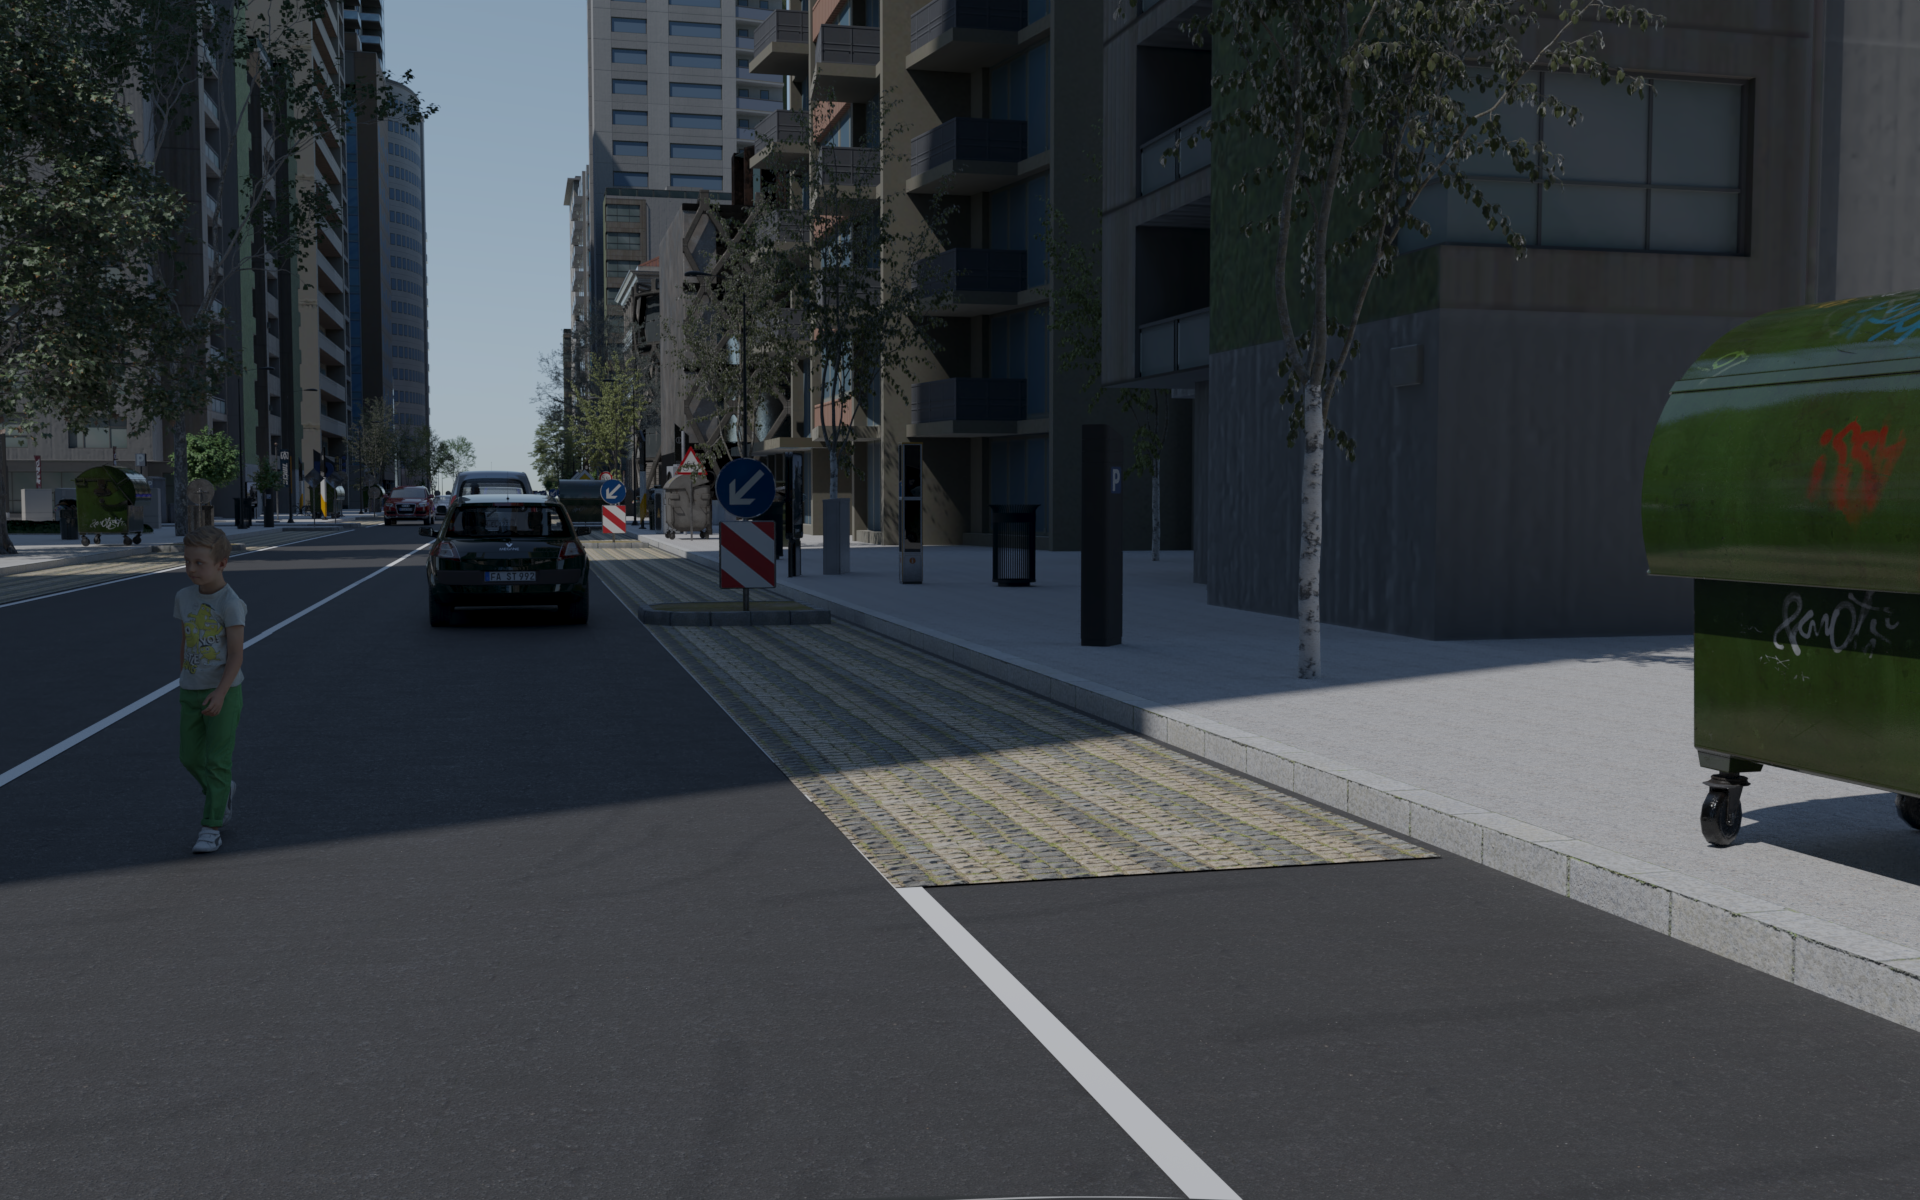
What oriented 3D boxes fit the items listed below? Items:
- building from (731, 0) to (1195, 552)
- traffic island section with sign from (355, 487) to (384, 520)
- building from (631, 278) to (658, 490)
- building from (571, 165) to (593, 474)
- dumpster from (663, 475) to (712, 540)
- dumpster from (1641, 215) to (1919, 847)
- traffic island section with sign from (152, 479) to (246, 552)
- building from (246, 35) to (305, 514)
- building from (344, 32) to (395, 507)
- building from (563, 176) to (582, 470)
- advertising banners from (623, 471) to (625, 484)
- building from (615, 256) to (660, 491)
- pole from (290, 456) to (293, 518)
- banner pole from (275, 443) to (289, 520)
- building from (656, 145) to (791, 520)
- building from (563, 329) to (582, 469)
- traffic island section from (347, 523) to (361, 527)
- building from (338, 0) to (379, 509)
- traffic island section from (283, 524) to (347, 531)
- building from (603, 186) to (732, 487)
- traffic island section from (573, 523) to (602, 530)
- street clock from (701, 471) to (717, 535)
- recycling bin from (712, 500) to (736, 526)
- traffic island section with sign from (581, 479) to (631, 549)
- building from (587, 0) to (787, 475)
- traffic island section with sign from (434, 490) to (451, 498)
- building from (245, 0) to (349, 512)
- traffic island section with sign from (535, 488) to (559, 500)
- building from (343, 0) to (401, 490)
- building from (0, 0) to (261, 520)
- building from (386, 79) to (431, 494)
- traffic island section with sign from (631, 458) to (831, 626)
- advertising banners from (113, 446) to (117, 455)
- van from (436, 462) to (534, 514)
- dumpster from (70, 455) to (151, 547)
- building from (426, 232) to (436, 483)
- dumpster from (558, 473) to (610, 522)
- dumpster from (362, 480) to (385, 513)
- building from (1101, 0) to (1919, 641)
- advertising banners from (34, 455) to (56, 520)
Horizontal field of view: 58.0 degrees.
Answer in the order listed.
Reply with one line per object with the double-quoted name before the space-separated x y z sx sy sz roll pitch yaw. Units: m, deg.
"building" 5.378 -24.314 52.159 22.147 44.769 28.867 -1 4 -14
"traffic island section with sign" -32.597 -5.376 96.531 1.989 1.847 2.006 -1 4 -14
"building" -15.072 -15.722 124.501 16.820 18.784 16.811 -1 4 -14
"building" -45.226 -38.790 253.817 23.786 49.044 30.456 -1 4 -14
"dumpster" -7.740 -2.661 49.262 1.264 1.857 1.865 -1 4 -14
"dumpster" 3.452 -0.191 5.619 1.502 2.255 1.985 -1 4 -14
"traffic island section with sign" -19.148 -2.142 43.648 1.989 1.847 2.006 -1 4 -14
"building" -49.669 -20.602 108.540 14.160 30.474 14.107 -1 4 -14
"building" -64.073 -31.885 171.437 14.600 45.320 14.200 -1 4 -14
"building" -49.315 -42.402 282.507 28.713 52.752 27.495 -1 4 -14
"advertising banners" -25.336 -8.163 129.657 0.090 3.025 2.074 0 4 3
"building" -21.816 -18.720 142.222 11.583 22.565 21.152 -1 4 -14
"pole" -36.143 -6.093 93.458 0.158 3.312 0.155 0 3 0
"banner pole" -33.211 -5.799 84.836 0.863 3.779 0.401 -2 4 -25
"building" -6.727 -13.707 91.568 16.811 18.784 16.820 -1 4 -14
"building" -61.820 -32.400 301.437 14.160 30.474 14.107 -1 4 -14
"traffic island section" -27.195 -3.247 75.373 2.009 0.180 2.903 -1 4 -14
"building" -63.129 -43.713 152.961 20.563 71.187 20.611 -1 4 -14
"traffic island section" -25.224 -2.774 67.634 2.009 0.180 2.903 -1 4 -14
"building" -27.184 -24.171 166.890 14.160 30.474 14.107 -1 4 -14
"traffic island section" -17.122 -3.403 77.923 2.009 0.180 2.903 -1 4 -14
"street clock" -7.872 -3.040 54.271 0.471 2.002 0.358 0 4 2
"recycling bin" -9.649 -3.566 70.866 0.722 1.027 0.722 2 4 35
"traffic island section with sign" -9.378 -2.296 46.160 1.989 1.847 2.006 -1 4 -14
"building" -29.349 -39.475 187.423 21.231 58.520 28.212 -1 4 -14
"traffic island section with sign" -51.762 -9.978 171.774 1.989 1.847 2.006 -1 4 -14
"building" -59.368 -31.098 132.154 21.300 48.544 21.600 -1 4 -14
"traffic island section with sign" -29.750 -7.189 126.162 1.989 1.847 2.006 -1 4 -14
"building" -73.772 -53.720 190.993 22.319 86.520 31.000 -1 4 -14
"building" -44.081 -24.665 86.872 14.154 41.232 14.086 -1 4 -14
"building" -85.735 -42.741 240.817 21.231 58.520 28.212 -1 4 -14
"traffic island section with sign" -2.620 -0.672 19.615 1.989 1.847 2.006 -1 4 -14
"advertising banners" -30.630 -4.054 62.471 0.090 3.025 2.074 -1 4 -13
"van" -8.697 -1.540 32.197 2.013 2.044 4.112 -1 4 -16
"dumpster" -21.157 -2.488 43.171 1.502 2.255 1.985 -1 4 -14
"building" -94.536 -39.755 269.603 23.786 49.044 30.456 -1 4 -14
"dumpster" -14.672 -3.835 67.652 1.985 2.255 1.502 -1 4 -13
"dumpster" -40.864 -7.220 120.542 1.502 2.255 1.985 -1 4 -14
"building" 9.251 -20.710 22.206 14.154 41.232 14.086 -1 4 -14
"advertising banners" -41.556 -5.060 78.918 0.090 3.025 2.074 0 4 3
